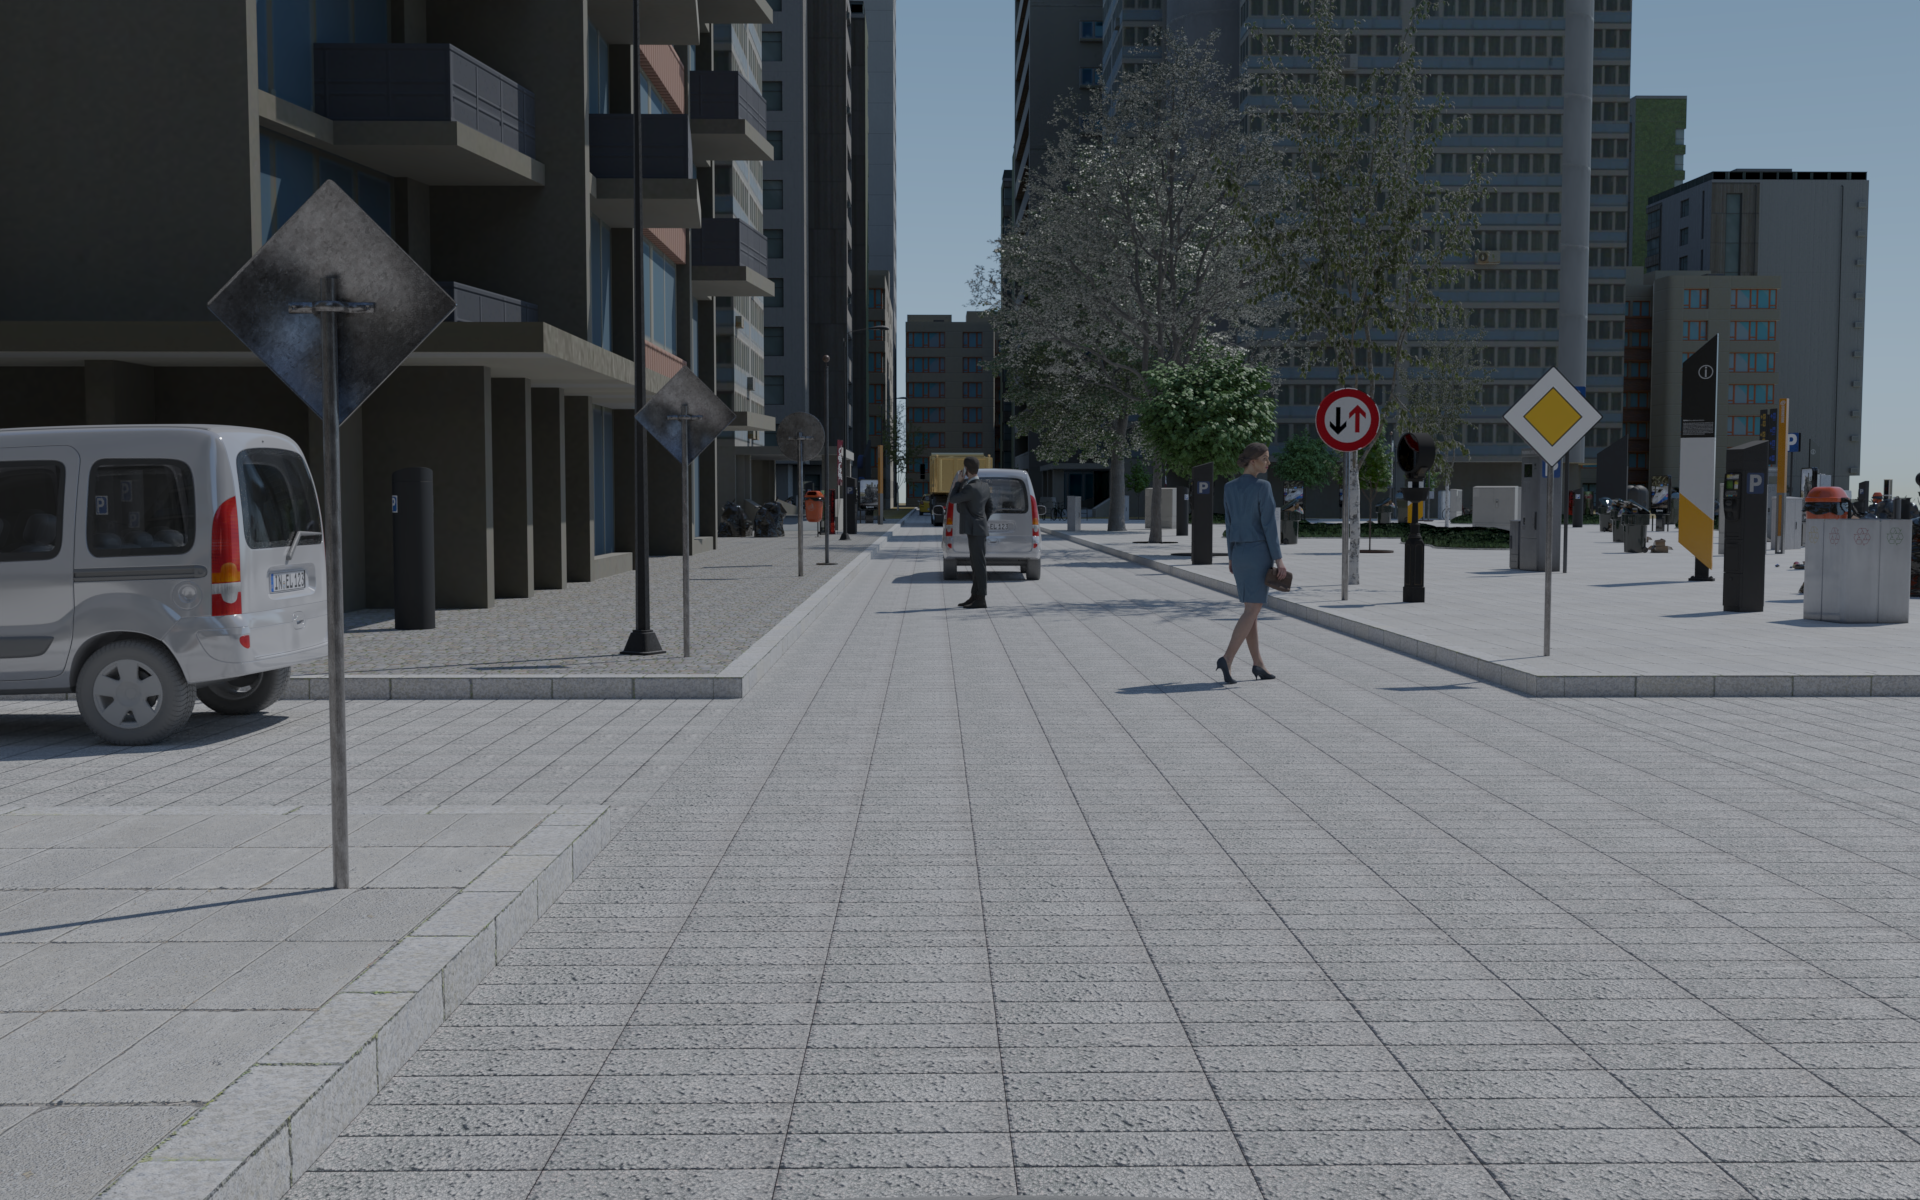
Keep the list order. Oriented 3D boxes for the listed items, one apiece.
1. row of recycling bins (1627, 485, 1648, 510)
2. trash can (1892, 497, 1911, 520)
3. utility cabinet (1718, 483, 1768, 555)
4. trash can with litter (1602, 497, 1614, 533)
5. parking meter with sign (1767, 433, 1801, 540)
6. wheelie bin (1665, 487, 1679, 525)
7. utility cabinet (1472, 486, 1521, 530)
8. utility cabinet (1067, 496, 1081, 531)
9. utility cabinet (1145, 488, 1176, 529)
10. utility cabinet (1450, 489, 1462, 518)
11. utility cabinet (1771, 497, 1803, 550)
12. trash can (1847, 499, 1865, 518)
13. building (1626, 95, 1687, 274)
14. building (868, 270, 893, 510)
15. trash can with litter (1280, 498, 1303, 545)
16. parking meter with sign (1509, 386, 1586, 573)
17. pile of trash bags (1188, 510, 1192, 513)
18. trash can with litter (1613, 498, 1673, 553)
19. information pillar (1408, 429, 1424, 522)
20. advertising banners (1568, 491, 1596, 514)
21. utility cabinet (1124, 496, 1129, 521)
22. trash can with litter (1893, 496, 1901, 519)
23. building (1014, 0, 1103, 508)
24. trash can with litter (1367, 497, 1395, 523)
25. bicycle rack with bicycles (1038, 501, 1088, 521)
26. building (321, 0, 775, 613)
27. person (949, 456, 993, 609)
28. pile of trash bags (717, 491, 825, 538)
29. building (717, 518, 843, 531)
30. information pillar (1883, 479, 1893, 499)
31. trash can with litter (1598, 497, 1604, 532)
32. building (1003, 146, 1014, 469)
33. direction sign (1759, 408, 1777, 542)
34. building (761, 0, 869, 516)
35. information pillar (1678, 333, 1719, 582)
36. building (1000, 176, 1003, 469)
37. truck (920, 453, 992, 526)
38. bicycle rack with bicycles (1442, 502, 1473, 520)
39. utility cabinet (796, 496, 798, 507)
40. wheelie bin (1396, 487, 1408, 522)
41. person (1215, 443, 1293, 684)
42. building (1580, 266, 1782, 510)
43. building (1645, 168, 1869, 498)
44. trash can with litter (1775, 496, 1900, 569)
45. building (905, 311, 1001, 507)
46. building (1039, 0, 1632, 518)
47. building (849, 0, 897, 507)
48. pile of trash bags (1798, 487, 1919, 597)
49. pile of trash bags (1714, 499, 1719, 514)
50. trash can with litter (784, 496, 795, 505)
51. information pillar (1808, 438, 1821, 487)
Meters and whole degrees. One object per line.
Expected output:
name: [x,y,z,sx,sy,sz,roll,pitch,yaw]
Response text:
row of recycling bins: [32.382,-4.695,83.870,1.069,1.692,3.534,0,4,4]
trash can: [39.424,-3.721,72.493,0.748,1.137,0.748,0,3,0]
utility cabinet: [16.422,-1.689,36.288,1.173,1.500,0.318,-2,4,-30]
trash can with litter: [17.771,-2.115,45.962,1.055,1.170,0.624,0,4,-8]
parking meter with sign: [22.866,-3.226,49.012,1.738,3.016,0.543,-1,4,-19]
wheelie bin: [30.065,-3.985,73.066,0.693,1.594,0.980,-2,4,-27]
utility cabinet: [14.916,-2.423,48.294,1.173,1.500,0.318,2,4,35]
utility cabinet: [3.964,-2.990,60.043,0.306,1.237,1.020,1,4,15]
utility cabinet: [7.296,-3.322,62.989,1.173,1.500,0.318,3,5,39]
utility cabinet: [22.404,-4.251,78.189,0.318,1.500,1.173,2,4,27]
utility cabinet: [19.136,-1.769,40.084,1.020,1.237,0.306,-3,5,-42]
trash can: [27.152,-2.513,52.747,0.748,1.137,0.748,0,3,0]
building: [65.717,-30.437,181.238,14.086,41.232,14.154,0,4,-1]
building: [-20.594,-18.690,150.622,28.899,21.520,27.650,0,4,-1]
trash can with litter: [8.156,-1.999,44.077,1.055,1.170,0.624,0,4,-7]
parking meter with sign: [9.702,-1.993,28.841,0.543,3.016,1.738,-1,4,-8]
pile of trash bags: [11.695,-4.756,87.511,1.912,1.369,3.447,1,4,20]
trash can with litter: [14.979,-1.618,37.843,1.055,1.170,0.624,0,3,0]
information pillar: [14.576,-3.919,55.434,0.504,3.616,0.183,1,4,10]
advertising banners: [27.271,-4.955,77.203,2.074,3.025,0.090,1,4,9]
utility cabinet: [7.789,-4.407,83.212,0.306,1.237,1.020,2,4,30]
trash can with litter: [35.250,-3.332,65.529,1.678,1.210,2.233,3,5,39]
building: [15.044,-30.614,124.238,21.300,48.544,21.600,0,4,-1]
trash can with litter: [15.345,-3.186,63.477,1.055,1.170,0.624,-1,4,-15]
bicycle rack with bicycles: [5.026,-4.320,84.018,2.852,0.926,2.925,0,4,-6]
building: [-15.109,-22.982,30.382,22.147,44.769,28.867,0,4,-1]
person: [0.132,-0.850,21.758,0.474,1.900,0.648,1,4,14]
pile of trash bags: [-5.616,-2.563,51.651,3.447,1.369,1.912,1,4,20]
building: [-20.516,-22.915,66.548,32.217,40.220,23.993,0,4,-1]
information pillar: [46.124,-4.992,86.114,0.304,2.012,0.304,-2,4,-35]
trash can with litter: [22.016,-2.877,58.419,0.624,1.170,1.055,-1,4,-15]
building: [11.187,-22.699,142.828,14.160,30.474,14.107,0,4,-1]
direction sign: [21.525,-3.315,46.200,0.379,3.537,0.876,0,4,-1]
building: [-12.361,-19.878,96.701,14.160,30.474,14.107,0,4,-1]
information pillar: [10.874,-2.088,25.491,0.504,3.616,0.183,2,4,33]
building: [10.612,-23.560,156.901,14.160,30.474,14.107,0,4,-1]
truck: [-0.064,-5.165,80.365,3.469,3.379,9.791,0,4,-2]
bicycle rack with bicycles: [24.888,-4.237,82.652,2.852,0.926,2.925,-2,4,-32]
utility cabinet: [-7.777,-4.682,87.709,1.020,1.237,0.306,1,4,20]
wheelie bin: [19.794,-4.234,77.141,0.693,1.594,0.980,2,4,29]
person: [2.183,-0.286,13.208,0.654,1.822,0.581,-1,4,-22]
building: [50.262,-18.708,150.915,28.899,21.520,27.650,0,4,-1]
building: [71.799,-23.598,157.531,14.107,30.474,14.160,0,4,-1]
trash can with litter: [15.026,-1.154,29.918,1.678,1.210,2.233,3,4,37]
building: [8.743,-20.963,187.790,28.899,21.520,27.650,0,4,-1]
building: [21.175,-25.051,101.457,32.217,40.220,23.993,0,4,-1]
building: [-20.763,-39.174,182.499,28.212,58.520,21.231,0,4,-1]
pile of trash bags: [11.631,-0.750,22.021,3.447,1.369,1.912,-3,5,-41]
pile of trash bags: [35.621,-4.417,81.968,3.447,1.369,1.912,-3,5,-43]
trash can with litter: [-8.490,-4.429,83.805,1.055,1.170,0.624,2,4,23]
information pillar: [36.000,-4.997,73.051,0.504,3.616,0.183,0,4,-8]
